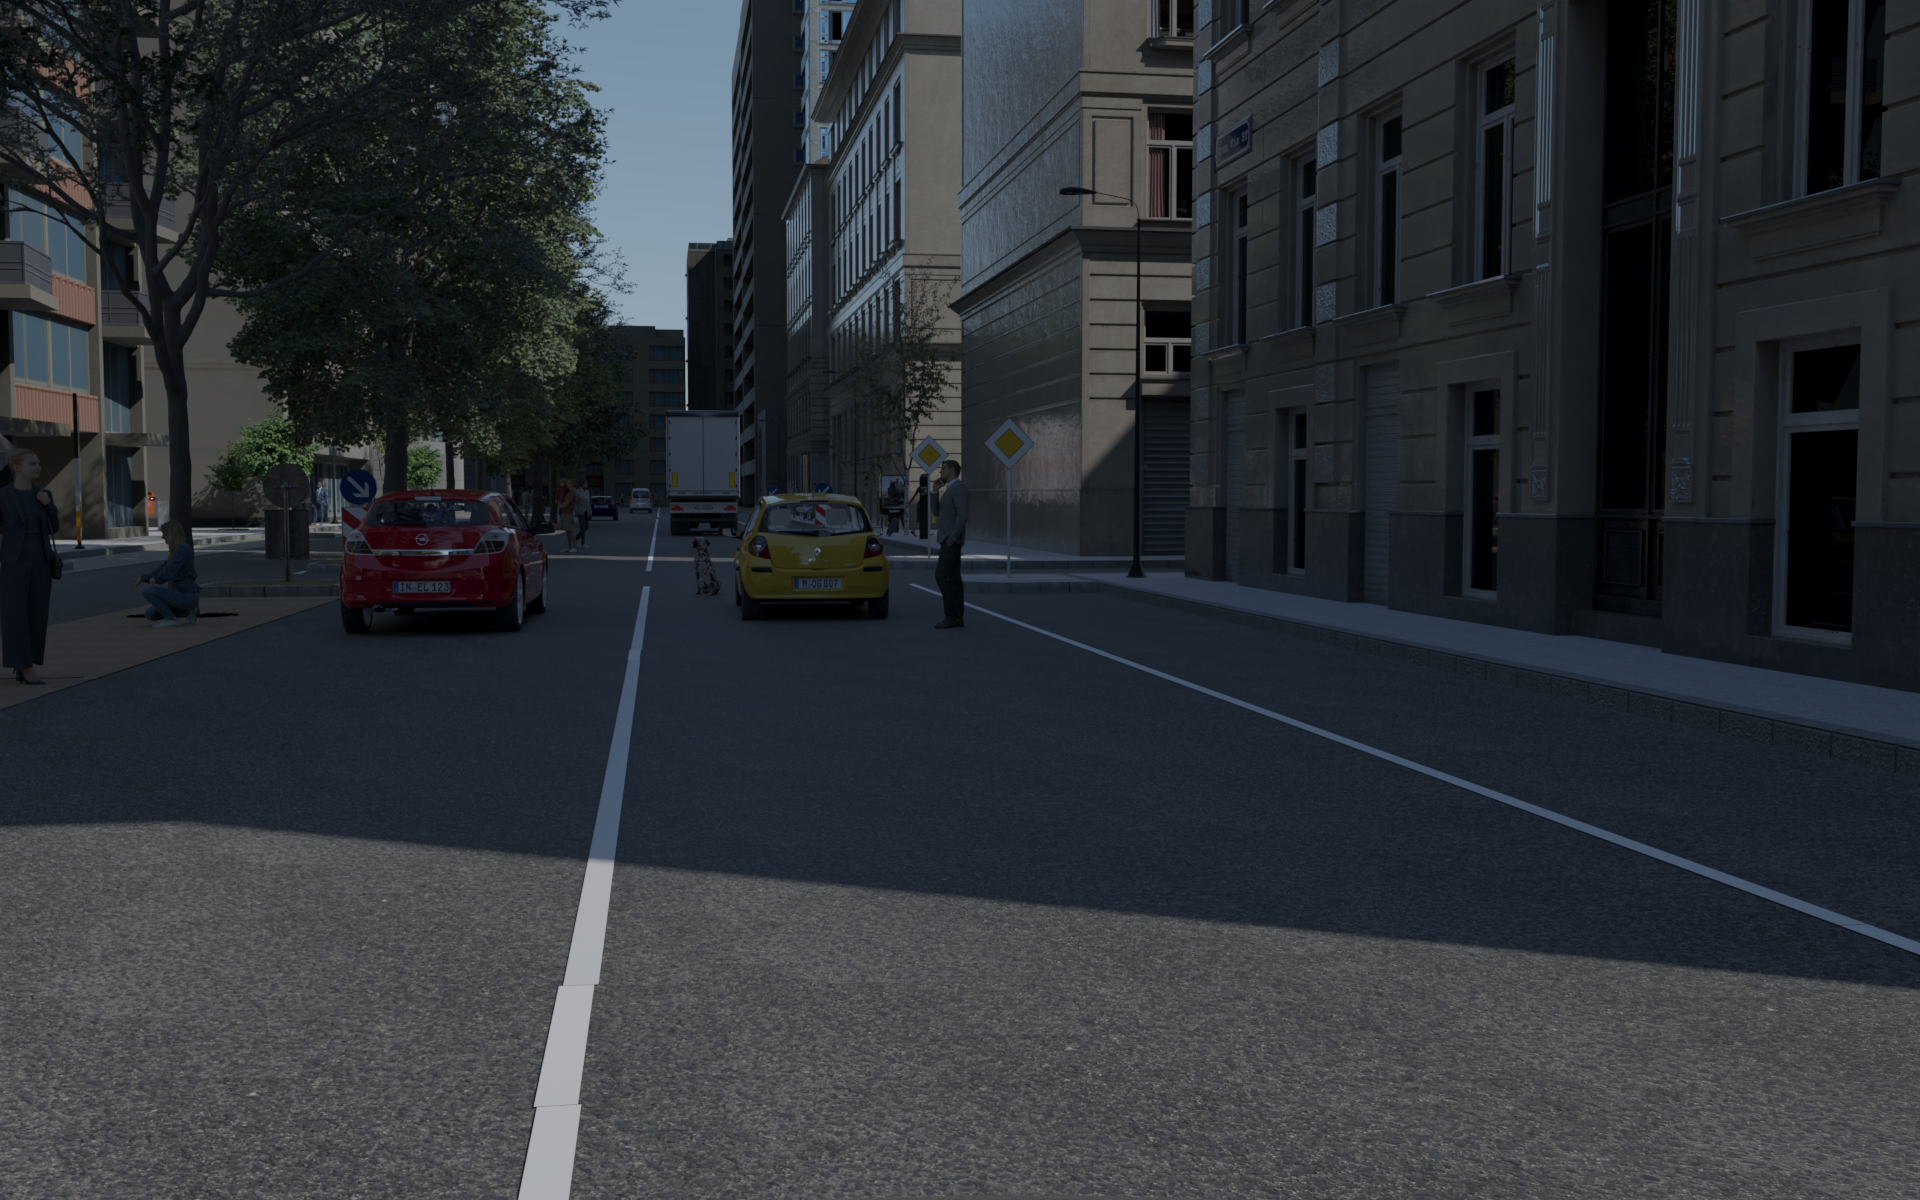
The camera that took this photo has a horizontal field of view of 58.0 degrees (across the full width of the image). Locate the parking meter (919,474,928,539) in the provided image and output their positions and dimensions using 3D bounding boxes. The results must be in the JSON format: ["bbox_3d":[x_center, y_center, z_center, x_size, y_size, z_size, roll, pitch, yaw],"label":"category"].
[{"bbox_3d":[-1.001,-2.672,49.391,0.255,1.863,0.399,1,4,10],"label":"parking meter"}]

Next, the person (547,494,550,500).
[{"bbox_3d":[-30.827,-7.452,131.156,1.217,1.723,0.721,2,4,24],"label":"person"}]

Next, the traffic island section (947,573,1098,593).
[{"bbox_3d":[0.789,-0.254,26.440,2.009,0.180,2.903,-1,4,-10],"label":"traffic island section"}]

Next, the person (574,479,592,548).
[{"bbox_3d":[-10.084,-2.300,45.959,0.795,1.843,0.661,2,4,30],"label":"person"}]

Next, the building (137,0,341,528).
[{"bbox_3d":[-38.445,-27.559,74.299,21.300,48.544,21.600,-1,4,-10],"label":"building"}]

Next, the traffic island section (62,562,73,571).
[{"bbox_3d":[-17.461,-0.559,31.415,2.009,0.180,2.903,-1,4,-10],"label":"traffic island section"}]

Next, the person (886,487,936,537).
[{"bbox_3d":[-1.490,-2.825,52.445,1.509,1.804,0.699,0,4,-2],"label":"person"}]

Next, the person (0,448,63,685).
[{"bbox_3d":[-7.059,-0.248,12.984,0.534,1.772,0.576,1,4,15],"label":"person"}]

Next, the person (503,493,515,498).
[{"bbox_3d":[-42.215,-9.510,161.538,1.348,1.823,0.705,0,4,-7],"label":"person"}]

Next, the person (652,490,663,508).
[{"bbox_3d":[-31.839,-10.591,181.673,1.348,1.824,0.705,0,3,0],"label":"person"}]

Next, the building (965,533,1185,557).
[{"bbox_3d":[15.256,-12.912,44.390,30.059,22.955,16.112,-1,4,-10],"label":"building"}]

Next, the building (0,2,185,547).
[{"bbox_3d":[-32.840,-23.675,41.718,22.147,44.769,28.867,-1,4,-10],"label":"building"}]

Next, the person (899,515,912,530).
[{"bbox_3d":[-2.097,-3.299,60.387,0.834,1.777,0.661,0,4,-5],"label":"person"}]

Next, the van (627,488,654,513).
[{"bbox_3d":[-23.907,-7.499,129.613,2.013,2.044,4.112,-1,4,-11],"label":"van"}]

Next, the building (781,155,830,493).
[{"bbox_3d":[-4.806,-15.383,100.661,9.793,20.994,18.267,-1,4,-10],"label":"building"}]

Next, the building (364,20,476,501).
[{"bbox_3d":[-44.834,-35.118,116.183,21.231,58.520,28.212,-1,4,-10],"label":"building"}]

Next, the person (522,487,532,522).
[{"bbox_3d":[-22.045,-4.877,88.436,0.606,1.804,0.583,1,4,22],"label":"person"}]

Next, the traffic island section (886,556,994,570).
[{"bbox_3d":[-0.567,-0.736,34.310,2.009,0.180,2.903,-1,4,-10],"label":"traffic island section"}]

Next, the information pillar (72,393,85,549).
[{"bbox_3d":[-20.560,-2.997,40.359,0.183,3.616,0.504,-1,4,-22],"label":"information pillar"}]

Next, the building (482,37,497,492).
[{"bbox_3d":[-45.285,-27.836,138.705,14.154,41.232,14.086,-1,4,-10],"label":"building"}]

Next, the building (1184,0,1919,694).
[{"bbox_3d":[11.080,-13.315,14.961,12.463,27.353,25.104,-1,4,-10],"label":"building"}]

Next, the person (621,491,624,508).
[{"bbox_3d":[-35.206,-10.449,180.125,0.721,1.735,1.217,-1,4,-12],"label":"person"}]

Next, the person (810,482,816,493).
[{"bbox_3d":[-6.779,-4.585,80.993,0.713,1.824,0.794,-1,4,-21],"label":"person"}]

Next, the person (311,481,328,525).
[{"bbox_3d":[-26.337,-3.972,71.160,0.721,1.800,0.419,0,3,0],"label":"person"}]

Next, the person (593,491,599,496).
[{"bbox_3d":[-37.155,-10.247,176.754,1.217,1.735,0.721,0,4,-5],"label":"person"}]

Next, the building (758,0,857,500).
[{"bbox_3d":[-2.774,-49.678,124.909,22.319,86.520,31.000,-1,4,-10],"label":"building"}]

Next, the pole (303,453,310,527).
[{"bbox_3d":[-25.625,-4.526,67.836,0.158,3.312,0.155,0,3,0],"label":"pole"}]

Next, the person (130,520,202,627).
[{"bbox_3d":[-8.544,-0.280,18.573,0.738,1.151,1.012,-1,4,-20],"label":"person"}]

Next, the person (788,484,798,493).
[{"bbox_3d":[-8.961,-5.293,92.691,0.635,1.810,0.391,-1,4,-12],"label":"person"}]

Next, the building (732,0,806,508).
[{"bbox_3d":[-11.631,-33.655,173.957,21.300,48.544,21.600,-1,4,-10],"label":"building"}]

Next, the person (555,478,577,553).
[{"bbox_3d":[-9.622,-2.078,42.452,0.580,1.828,0.573,1,4,11],"label":"person"}]

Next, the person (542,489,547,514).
[{"bbox_3d":[-29.940,-7.071,124.125,0.705,1.822,1.348,1,4,18],"label":"person"}]

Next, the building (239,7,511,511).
[{"bbox_3d":[-55.443,-33.250,167.335,21.600,48.544,21.300,-1,4,-10],"label":"building"}]

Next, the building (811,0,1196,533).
[{"bbox_3d":[2.768,-14.883,76.616,16.112,22.955,30.059,-1,4,-10],"label":"building"}]

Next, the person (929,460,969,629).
[{"bbox_3d":[-0.118,-0.609,18.638,0.473,1.802,0.592,0,4,7],"label":"person"}]

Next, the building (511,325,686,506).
[{"bbox_3d":[-46.783,-21.837,202.068,28.899,21.520,27.650,-1,4,-10],"label":"building"}]

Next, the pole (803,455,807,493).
[{"bbox_3d":[-8.072,-5.899,90.292,0.158,3.312,0.155,0,3,0],"label":"pole"}]

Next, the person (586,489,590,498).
[{"bbox_3d":[-18.787,-4.734,86.903,0.522,1.701,0.512,3,5,40],"label":"person"}]

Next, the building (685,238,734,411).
[{"bbox_3d":[-24.173,-26.098,198.399,14.107,30.474,14.160,-1,4,-10],"label":"building"}]
